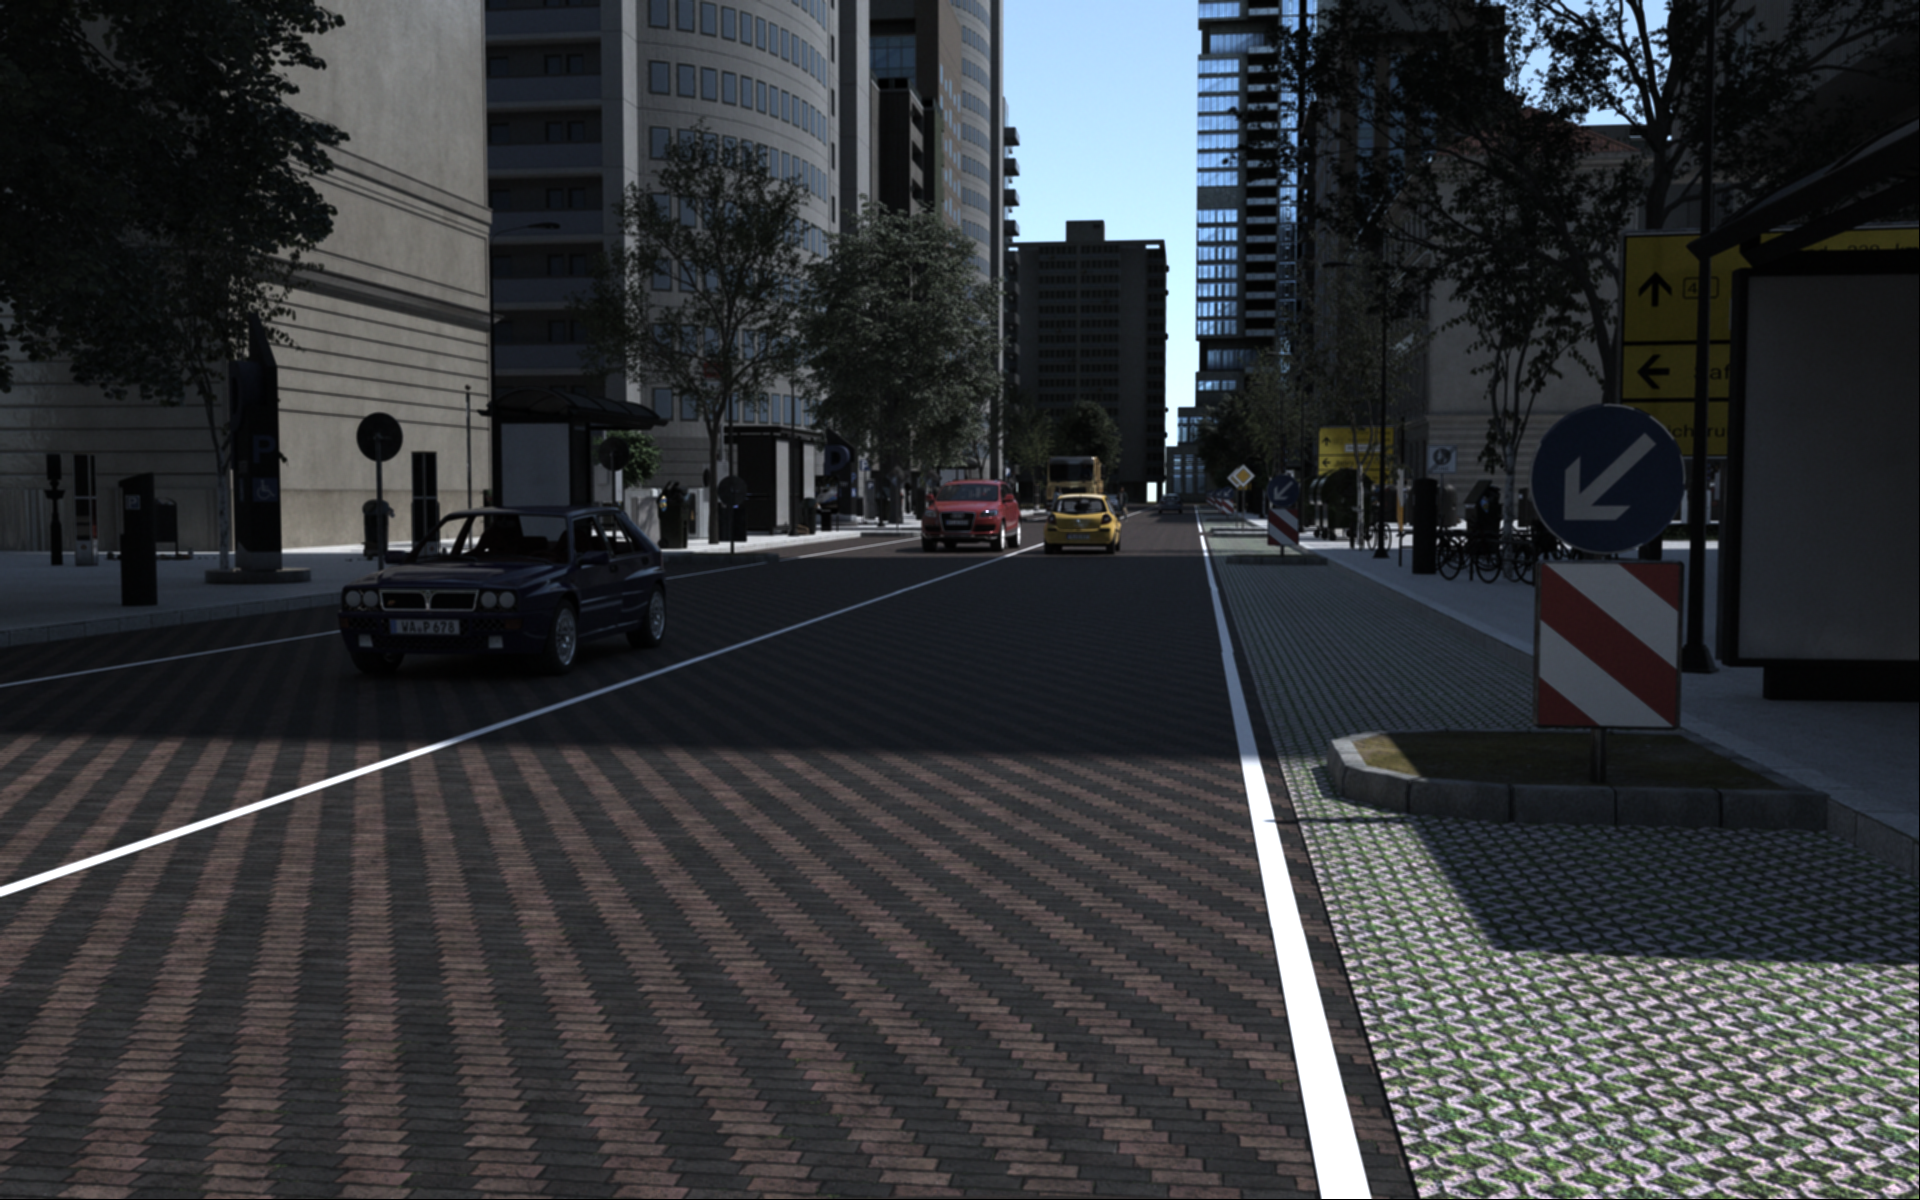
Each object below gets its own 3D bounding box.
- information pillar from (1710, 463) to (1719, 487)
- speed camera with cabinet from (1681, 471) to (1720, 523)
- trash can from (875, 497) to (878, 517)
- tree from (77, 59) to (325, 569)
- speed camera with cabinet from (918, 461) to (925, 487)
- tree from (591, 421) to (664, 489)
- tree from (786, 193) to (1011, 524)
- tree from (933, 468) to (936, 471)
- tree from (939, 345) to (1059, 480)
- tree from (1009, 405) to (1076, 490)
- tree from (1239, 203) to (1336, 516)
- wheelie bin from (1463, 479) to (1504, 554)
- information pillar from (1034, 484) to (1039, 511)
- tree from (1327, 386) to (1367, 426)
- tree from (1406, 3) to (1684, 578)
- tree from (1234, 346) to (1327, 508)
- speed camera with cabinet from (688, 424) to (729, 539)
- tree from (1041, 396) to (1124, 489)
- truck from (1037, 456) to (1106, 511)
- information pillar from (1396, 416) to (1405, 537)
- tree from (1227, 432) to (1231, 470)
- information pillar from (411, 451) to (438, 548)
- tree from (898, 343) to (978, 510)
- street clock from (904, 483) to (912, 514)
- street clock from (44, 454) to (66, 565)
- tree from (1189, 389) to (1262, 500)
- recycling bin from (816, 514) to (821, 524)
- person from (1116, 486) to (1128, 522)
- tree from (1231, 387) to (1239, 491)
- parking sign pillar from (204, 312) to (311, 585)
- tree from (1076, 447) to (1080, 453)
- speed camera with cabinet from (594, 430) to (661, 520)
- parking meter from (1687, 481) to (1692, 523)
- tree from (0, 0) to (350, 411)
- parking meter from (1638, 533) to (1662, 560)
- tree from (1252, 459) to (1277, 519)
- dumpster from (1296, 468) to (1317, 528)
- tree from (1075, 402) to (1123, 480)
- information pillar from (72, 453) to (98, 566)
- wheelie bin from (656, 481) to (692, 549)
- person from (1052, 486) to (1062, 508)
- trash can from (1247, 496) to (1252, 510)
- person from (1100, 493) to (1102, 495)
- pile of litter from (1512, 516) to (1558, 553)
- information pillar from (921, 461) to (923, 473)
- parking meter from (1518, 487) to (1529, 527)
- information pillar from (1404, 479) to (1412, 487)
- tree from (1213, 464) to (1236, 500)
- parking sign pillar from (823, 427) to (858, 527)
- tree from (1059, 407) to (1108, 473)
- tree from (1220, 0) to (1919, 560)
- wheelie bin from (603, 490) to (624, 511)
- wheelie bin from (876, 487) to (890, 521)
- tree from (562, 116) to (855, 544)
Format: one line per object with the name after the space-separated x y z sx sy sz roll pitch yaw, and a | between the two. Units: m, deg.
55.724 -8.377 128.310 0.504 3.616 0.183 0 4 7 | information pillar
30.295 -4.629 70.014 2.038 3.252 0.660 0 4 -4 | speed camera with cabinet
-4.527 -5.203 96.725 0.748 1.137 0.748 0 3 0 | trash can
-12.674 -4.824 29.229 4.360 8.622 3.978 0 3 0 | tree
-1.189 -5.940 91.457 2.038 3.252 0.660 1 4 12 | speed camera with cabinet
-14.518 -5.584 75.012 4.285 4.588 4.351 0 3 0 | tree
-2.675 -10.278 74.703 9.857 13.997 8.962 0 3 0 | tree
-1.595 -7.291 113.816 1.663 3.219 1.824 0 3 0 | tree
1.432 -10.463 105.490 8.767 10.594 7.601 0 4 2 | tree
5.995 -11.683 141.386 4.737 8.622 4.395 0 3 0 | tree
9.959 -5.686 43.322 4.360 8.622 3.978 0 3 0 | tree
11.251 -1.793 37.221 0.693 1.594 0.980 0 4 -8 | wheelie bin
5.804 -7.754 131.267 0.304 2.012 0.304 3 5 40 | information pillar
24.370 -9.948 113.013 4.737 8.622 4.395 0 3 0 | tree
8.611 -4.646 26.324 4.360 8.622 3.978 0 3 0 | tree
15.458 -8.275 85.654 4.737 8.622 4.395 0 3 0 | tree
-7.201 -3.368 49.406 0.660 3.252 2.038 -2 4 -28 | speed camera with cabinet
14.464 -17.428 201.955 9.611 12.733 9.660 0 3 0 | tree
6.085 -5.839 91.393 3.469 3.379 9.791 0 4 7 | truck
13.308 -3.728 52.305 0.183 3.616 0.504 0 4 1 | information pillar
18.076 -9.242 101.462 4.360 8.622 3.978 0 3 0 | tree
-9.254 -1.558 29.963 0.304 2.012 0.304 2 4 28 | information pillar
-1.379 -8.100 82.801 4.737 8.622 4.395 0 3 0 | tree
-3.414 -6.688 113.917 0.471 2.002 0.358 -1 4 -19 | street clock
-16.313 -1.630 31.227 0.358 2.002 0.471 -2 4 -28 | street clock
32.820 -18.623 211.146 9.857 13.997 8.962 0 3 0 | tree
-5.834 -3.842 75.368 0.722 1.027 0.722 2 4 29 | recycling bin
8.377 -4.937 89.199 0.794 1.824 0.713 3 5 45 | person
15.169 -7.989 80.990 4.360 8.622 3.978 0 3 0 | tree
-10.237 -2.244 25.154 1.447 3.967 1.447 -2 4 -32 | parking sign pillar
8.942 -12.921 161.620 4.737 8.622 4.395 0 3 0 | tree
-10.043 -3.550 52.372 2.038 3.252 0.660 1 4 21 | speed camera with cabinet
27.872 -3.678 65.841 0.399 1.863 0.255 0 4 8 | parking meter
-10.492 -6.778 17.470 9.857 13.997 8.962 0 3 0 | tree
13.143 -1.664 32.914 0.399 1.863 0.255 -1 4 -15 | parking meter
16.299 -5.875 90.659 1.663 3.219 1.824 0 3 0 | tree
13.715 -3.921 66.609 1.502 2.255 1.985 0 4 8 | dumpster
16.506 -18.066 213.507 7.486 12.596 7.792 0 3 0 | tree
-15.588 -1.613 30.865 0.304 2.012 0.304 -1 4 -9 | information pillar
-6.706 -2.005 40.696 0.693 1.594 0.980 1 4 11 | wheelie bin
4.194 -4.077 75.422 0.793 1.790 0.793 3 5 41 | person
22.840 -7.595 135.826 0.748 1.137 0.748 0 3 0 | trash can
17.847 -13.015 221.819 0.617 1.759 0.750 3 4 37 | person
12.724 -1.517 38.773 1.719 0.858 1.176 -2 4 -35 | pile of litter
-2.019 -6.585 99.021 0.504 3.616 0.183 3 5 42 | information pillar
21.713 -3.569 66.770 0.372 1.533 0.369 0 3 0 | parking meter
22.376 -5.026 86.659 0.304 2.012 0.304 -3 4 -38 | information pillar
29.099 -12.523 188.465 4.285 4.588 4.351 0 3 0 | tree
-4.772 -4.915 68.831 1.447 3.967 1.447 2 4 29 | parking sign pillar
12.447 -15.370 185.711 7.601 10.594 8.767 2 4 30 | tree
7.077 -5.161 18.793 8.767 10.594 7.601 0 4 -6 | tree
-12.092 -3.185 59.986 0.980 1.594 0.693 1 4 18 | wheelie bin
-3.578 -4.559 82.454 0.693 1.594 0.980 2 4 31 | wheelie bin
-6.479 -6.691 43.806 8.767 10.594 7.601 2 4 23 | tree
